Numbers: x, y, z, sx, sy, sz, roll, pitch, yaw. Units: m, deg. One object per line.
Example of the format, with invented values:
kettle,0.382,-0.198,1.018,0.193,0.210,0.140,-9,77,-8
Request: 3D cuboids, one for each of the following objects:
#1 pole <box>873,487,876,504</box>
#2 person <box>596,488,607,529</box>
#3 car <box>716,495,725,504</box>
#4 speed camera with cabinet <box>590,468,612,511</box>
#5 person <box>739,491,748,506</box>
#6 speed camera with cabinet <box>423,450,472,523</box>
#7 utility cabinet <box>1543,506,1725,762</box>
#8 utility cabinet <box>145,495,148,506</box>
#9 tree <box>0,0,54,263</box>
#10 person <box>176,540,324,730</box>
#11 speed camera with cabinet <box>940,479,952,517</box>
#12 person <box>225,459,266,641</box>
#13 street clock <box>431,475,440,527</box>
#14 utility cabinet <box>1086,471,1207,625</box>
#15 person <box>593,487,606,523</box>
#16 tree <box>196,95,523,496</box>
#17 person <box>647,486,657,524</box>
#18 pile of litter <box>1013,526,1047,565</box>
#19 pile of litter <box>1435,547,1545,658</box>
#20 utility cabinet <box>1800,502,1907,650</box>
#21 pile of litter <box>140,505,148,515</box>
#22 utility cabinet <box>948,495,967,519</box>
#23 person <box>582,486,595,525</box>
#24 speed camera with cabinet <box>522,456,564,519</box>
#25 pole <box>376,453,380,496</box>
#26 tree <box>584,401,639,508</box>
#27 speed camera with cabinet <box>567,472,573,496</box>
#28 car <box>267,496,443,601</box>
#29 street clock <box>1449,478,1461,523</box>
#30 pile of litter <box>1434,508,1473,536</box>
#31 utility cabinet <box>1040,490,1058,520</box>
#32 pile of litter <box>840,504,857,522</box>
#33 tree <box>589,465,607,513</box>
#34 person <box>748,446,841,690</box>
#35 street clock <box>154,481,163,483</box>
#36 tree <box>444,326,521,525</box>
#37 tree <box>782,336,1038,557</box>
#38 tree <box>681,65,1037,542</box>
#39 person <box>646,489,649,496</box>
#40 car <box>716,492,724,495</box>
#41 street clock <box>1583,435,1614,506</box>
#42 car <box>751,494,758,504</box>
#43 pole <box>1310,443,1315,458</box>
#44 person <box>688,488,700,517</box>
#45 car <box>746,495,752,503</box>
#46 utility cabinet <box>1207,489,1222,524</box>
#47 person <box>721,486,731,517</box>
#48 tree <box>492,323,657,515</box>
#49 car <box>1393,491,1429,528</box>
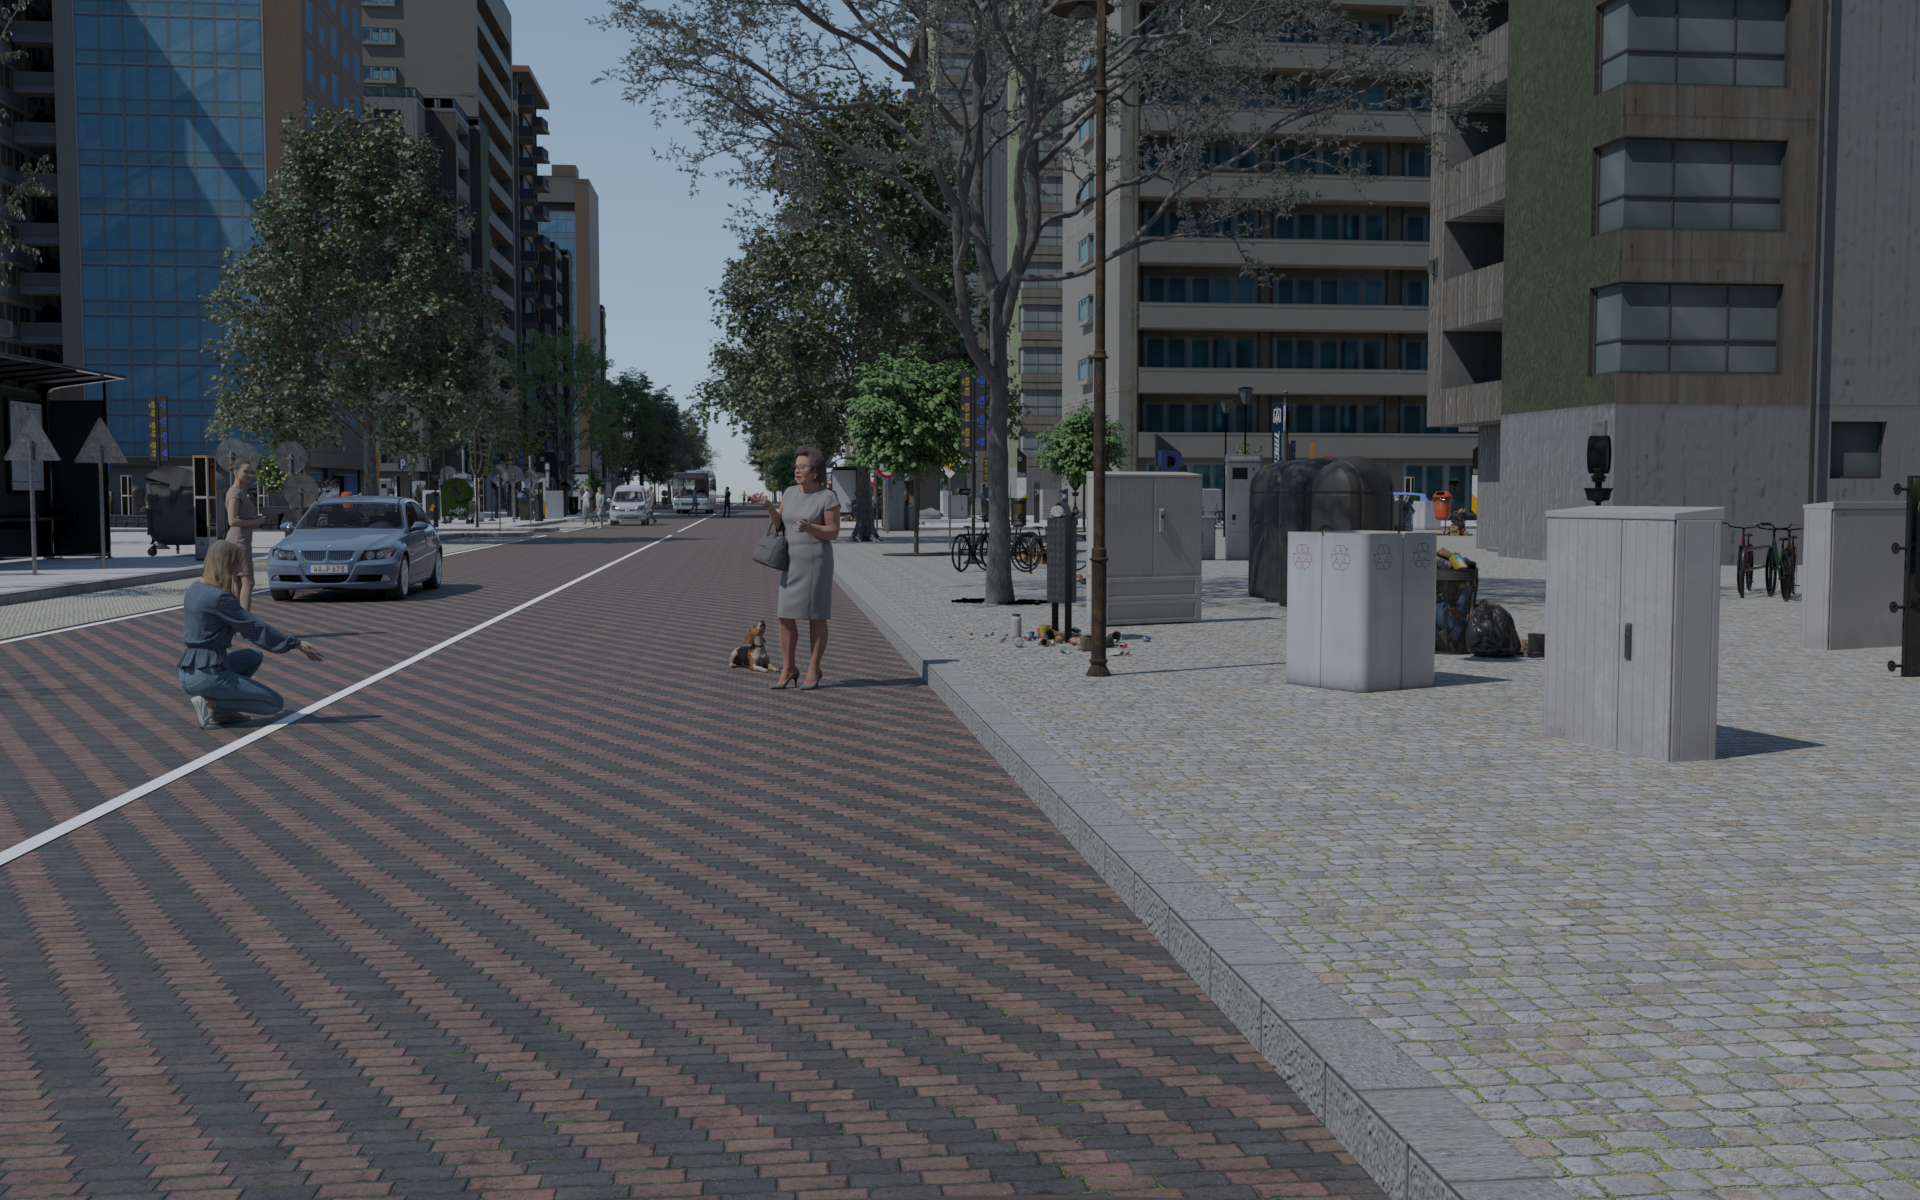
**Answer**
pole,-4.443,-5.937,90.908,0.158,3.312,0.155,0,3,0
person,-14.959,-3.833,72.177,0.522,1.701,0.512,-3,4,-39
car,-31.858,-13.319,230.124,2.083,1.381,4.827,0,4,-6
speed camera with cabinet,-27.022,-8.282,129.750,2.038,3.252,0.660,2,4,35
person,-26.255,-12.360,210.596,1.348,1.823,0.705,2,4,24
speed camera with cabinet,-22.763,-5.047,76.862,2.038,3.252,0.660,0,4,-2
utility cabinet,3.375,0.146,8.768,0.306,1.237,1.020,-1,4,-16
utility cabinet,-40.305,-4.570,85.881,1.020,1.237,0.306,0,4,5
tree,-14.171,-4.445,23.044,4.360,8.622,3.978,0,3,0
person,-4.545,0.193,10.840,0.738,1.151,1.012,-3,5,-42
speed camera with cabinet,-1.036,-6.377,98.601,0.660,3.252,2.038,-1,4,-19
person,-7.048,-0.505,17.096,0.374,1.781,0.599,-1,4,-18
street clock,-20.167,-3.794,66.601,0.358,2.002,0.471,-1,4,-21
utility cabinet,1.822,-0.510,17.024,1.173,1.500,0.318,-2,4,-28
person,-18.033,-4.747,86.599,0.515,1.767,0.782,-2,4,-33
tree,-17.285,-8.150,50.255,9.611,12.733,9.660,0,3,0
person,-15.019,-4.607,83.922,0.767,1.812,0.694,-2,4,-29
pile of litter,1.548,-1.115,32.194,1.176,0.858,1.719,1,4,19
pile of litter,4.081,-0.012,14.158,1.176,0.858,1.719,-2,4,-35
utility cabinet,7.522,-0.206,14.524,1.020,1.237,0.306,-2,4,-25
pile of litter,-31.424,-3.234,66.845,1.719,0.858,1.176,0,4,3
utility cabinet,-0.112,-4.716,88.265,1.020,1.237,0.306,-2,4,-33
person,-17.177,-4.357,79.967,0.641,1.798,0.478,0,4,7
speed camera with cabinet,-21.769,-5.872,90.340,2.038,3.252,0.660,-2,4,-28
pole,-28.782,-5.611,85.577,0.158,3.312,0.155,0,3,0
tree,-27.921,-11.477,138.011,4.737,8.622,4.395,0,3,0
speed camera with cabinet,-25.964,-7.164,111.459,2.038,3.252,0.660,0,4,-4
car,-8.594,-0.790,24.911,2.014,1.417,4.499,0,4,-7
street clock,21.999,-4.433,77.050,0.471,2.002,0.358,3,5,41
pile of litter,15.217,-2.419,53.514,1.176,0.858,1.719,0,4,5
utility cabinet,4.294,-4.628,84.347,0.318,1.500,1.173,3,5,43
pile of litter,-5.135,-4.113,81.213,1.176,0.858,1.719,1,4,22
tree,-24.629,-7.443,116.296,1.663,3.219,1.824,0,3,0
person,-1.242,-0.233,12.665,0.716,1.782,0.532,2,4,29
street clock,-31.957,-3.958,69.279,0.358,2.002,0.471,1,4,16
tree,-19.731,-7.345,70.453,4.360,8.622,3.978,0,3,0
tree,-0.921,-3.202,36.061,4.285,4.588,4.351,0,3,0
tree,-2.698,-7.925,46.585,9.611,12.733,9.660,0,3,0
person,-22.170,-7.005,123.207,0.728,1.800,0.709,3,4,38
car,-33.571,-14.245,242.692,2.009,1.686,4.222,0,4,-7
street clock,7.902,-1.033,21.455,0.358,2.002,0.471,2,4,29
car,-28.497,-14.343,243.552,2.155,1.783,4.494,0,4,-7
pole,13.956,-4.575,68.652,0.158,3.312,0.155,0,3,0
person,-16.928,-6.225,110.148,0.748,1.841,0.638,0,4,7
car,-35.243,-17.202,293.829,1.945,1.354,3.894,-1,4,-9
utility cabinet,10.635,-3.992,73.943,1.173,1.500,0.318,-2,4,-33
person,-14.487,-6.090,107.436,0.648,1.900,0.474,3,5,45
tree,-24.453,-11.051,106.434,9.928,11.665,9.643,0,3,0
car,16.379,-3.484,66.547,3.694,1.707,1.945,0,4,-7
